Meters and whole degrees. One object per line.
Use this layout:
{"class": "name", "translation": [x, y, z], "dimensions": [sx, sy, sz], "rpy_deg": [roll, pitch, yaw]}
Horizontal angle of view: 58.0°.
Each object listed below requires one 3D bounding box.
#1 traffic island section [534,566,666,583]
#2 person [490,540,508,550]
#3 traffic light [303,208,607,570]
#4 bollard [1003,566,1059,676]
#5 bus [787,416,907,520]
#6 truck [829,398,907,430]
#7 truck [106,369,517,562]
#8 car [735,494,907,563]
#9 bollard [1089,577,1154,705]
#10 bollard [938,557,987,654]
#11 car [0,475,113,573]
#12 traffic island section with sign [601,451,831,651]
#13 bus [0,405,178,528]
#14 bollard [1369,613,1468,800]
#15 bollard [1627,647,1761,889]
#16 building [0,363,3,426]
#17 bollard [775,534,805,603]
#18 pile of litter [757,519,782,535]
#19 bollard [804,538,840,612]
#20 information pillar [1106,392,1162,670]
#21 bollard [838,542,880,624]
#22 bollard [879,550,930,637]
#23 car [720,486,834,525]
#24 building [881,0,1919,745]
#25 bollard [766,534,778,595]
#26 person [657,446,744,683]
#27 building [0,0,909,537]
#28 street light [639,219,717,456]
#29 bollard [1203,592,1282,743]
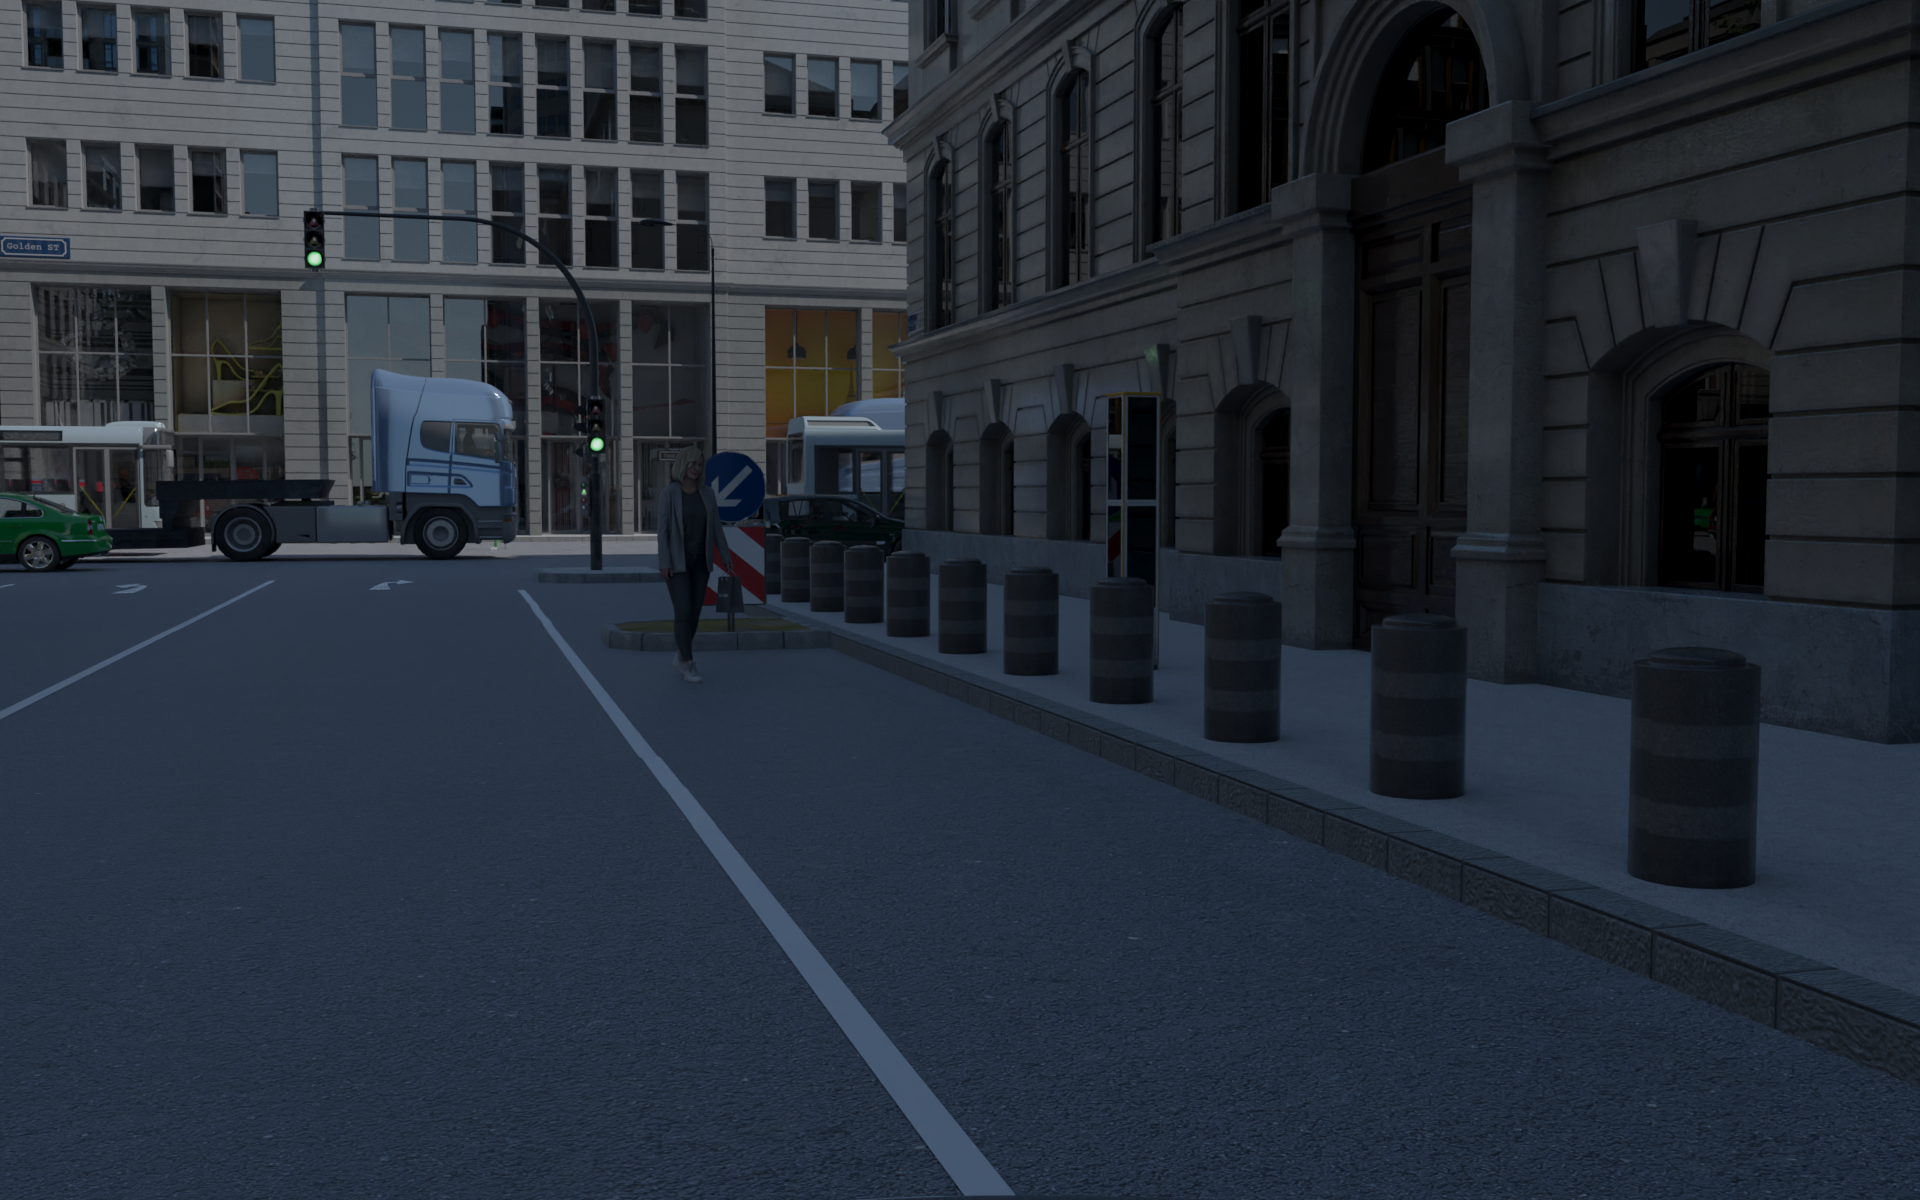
{"class": "traffic island section", "translation": [-6.124, -0.426, 29.244], "dimensions": [2.009, 0.180, 2.903], "rpy_deg": [-1, 4, -16]}
{"class": "person", "translation": [-11.898, -1.953, 44.680], "dimensions": [0.306, 1.304, 0.590], "rpy_deg": [3, 5, 40]}
{"class": "traffic light", "translation": [-8.146, -3.286, 28.389], "dimensions": [4.771, 5.953, 1.251], "rpy_deg": [-1, 4, -16]}
{"class": "bollard", "translation": [0.509, 0.143, 12.379], "dimensions": [0.404, 0.777, 0.398], "rpy_deg": [0, 3, 0]}
{"class": "bus", "translation": [2.402, -2.983, 43.624], "dimensions": [13.247, 3.499, 2.948], "rpy_deg": [-1, 4, -15]}
{"class": "truck", "translation": [4.816, -3.597, 48.564], "dimensions": [18.799, 4.110, 2.967], "rpy_deg": [-1, 4, -17]}
{"class": "truck", "translation": [-18.360, -2.868, 36.653], "dimensions": [18.799, 4.110, 2.967], "rpy_deg": [-1, 4, -15]}
{"class": "car", "translation": [-2.349, -1.428, 33.136], "dimensions": [4.222, 1.686, 2.009], "rpy_deg": [-1, 4, -16]}
{"class": "bollard", "translation": [1.001, 0.244, 10.729], "dimensions": [0.404, 0.777, 0.398], "rpy_deg": [0, 3, 0]}
{"class": "bollard", "translation": [0.022, 0.042, 14.023], "dimensions": [0.404, 0.777, 0.398], "rpy_deg": [0, 3, 0]}
{"class": "car", "translation": [-18.321, -1.420, 32.015], "dimensions": [4.718, 1.807, 1.959], "rpy_deg": [-1, 4, -15]}
{"class": "traffic island section with sign", "translation": [-2.434, -0.497, 16.756], "dimensions": [1.989, 1.847, 2.006], "rpy_deg": [-1, 4, -16]}
{"class": "bus", "translation": [-24.044, -2.716, 39.268], "dimensions": [13.247, 3.499, 2.948], "rpy_deg": [-1, 4, -16]}
{"class": "bollard", "translation": [1.968, 0.445, 7.438], "dimensions": [0.404, 0.777, 0.398], "rpy_deg": [0, 3, 0]}
{"class": "bollard", "translation": [2.454, 0.546, 5.793], "dimensions": [0.404, 0.777, 0.398], "rpy_deg": [0, 3, 0]}
{"class": "building", "translation": [-36.941, -13.619, 52.346], "dimensions": [15.834, 23.373, 12.332], "rpy_deg": [-1, 4, -16]}
{"class": "bollard", "translation": [-1.932, -0.361, 20.623], "dimensions": [0.404, 0.777, 0.398], "rpy_deg": [0, 3, 0]}
{"class": "pile of litter", "translation": [-3.139, -1.001, 30.326], "dimensions": [1.176, 0.858, 1.719], "rpy_deg": [-1, 4, -21]}
{"class": "bollard", "translation": [-1.442, -0.260, 18.968], "dimensions": [0.404, 0.777, 0.398], "rpy_deg": [0, 3, 0]}
{"class": "information pillar", "translation": [1.261, -0.499, 12.647], "dimensions": [0.304, 2.012, 0.304], "rpy_deg": [-1, 4, -20]}
{"class": "bollard", "translation": [-0.957, -0.159, 17.315], "dimensions": [0.404, 0.777, 0.398], "rpy_deg": [0, 3, 0]}
{"class": "bollard", "translation": [-0.467, -0.058, 15.667], "dimensions": [0.404, 0.777, 0.398], "rpy_deg": [0, 3, 0]}
{"class": "car", "translation": [-4.214, -1.679, 37.240], "dimensions": [4.222, 1.686, 2.009], "rpy_deg": [-1, 4, -17]}
{"class": "building", "translation": [8.750, -11.926, 14.077], "dimensions": [14.460, 24.649, 34.723], "rpy_deg": [-1, 4, -16]}
{"class": "bollard", "translation": [-2.423, -0.462, 22.277], "dimensions": [0.404, 0.777, 0.398], "rpy_deg": [0, 3, 0]}
{"class": "person", "translation": [-2.038, -0.291, 13.448], "dimensions": [0.709, 1.800, 0.728], "rpy_deg": [-2, 4, -31]}
{"class": "building", "translation": [-14.648, -17.145, 57.820], "dimensions": [29.804, 29.767, 11.434], "rpy_deg": [-1, 4, -16]}
{"class": "street light", "translation": [-4.736, -3.485, 29.529], "dimensions": [1.470, 5.913, 1.316], "rpy_deg": [-1, 4, -16]}
{"class": "bollard", "translation": [1.481, 0.345, 9.082], "dimensions": [0.404, 0.777, 0.398], "rpy_deg": [0, 3, 0]}
